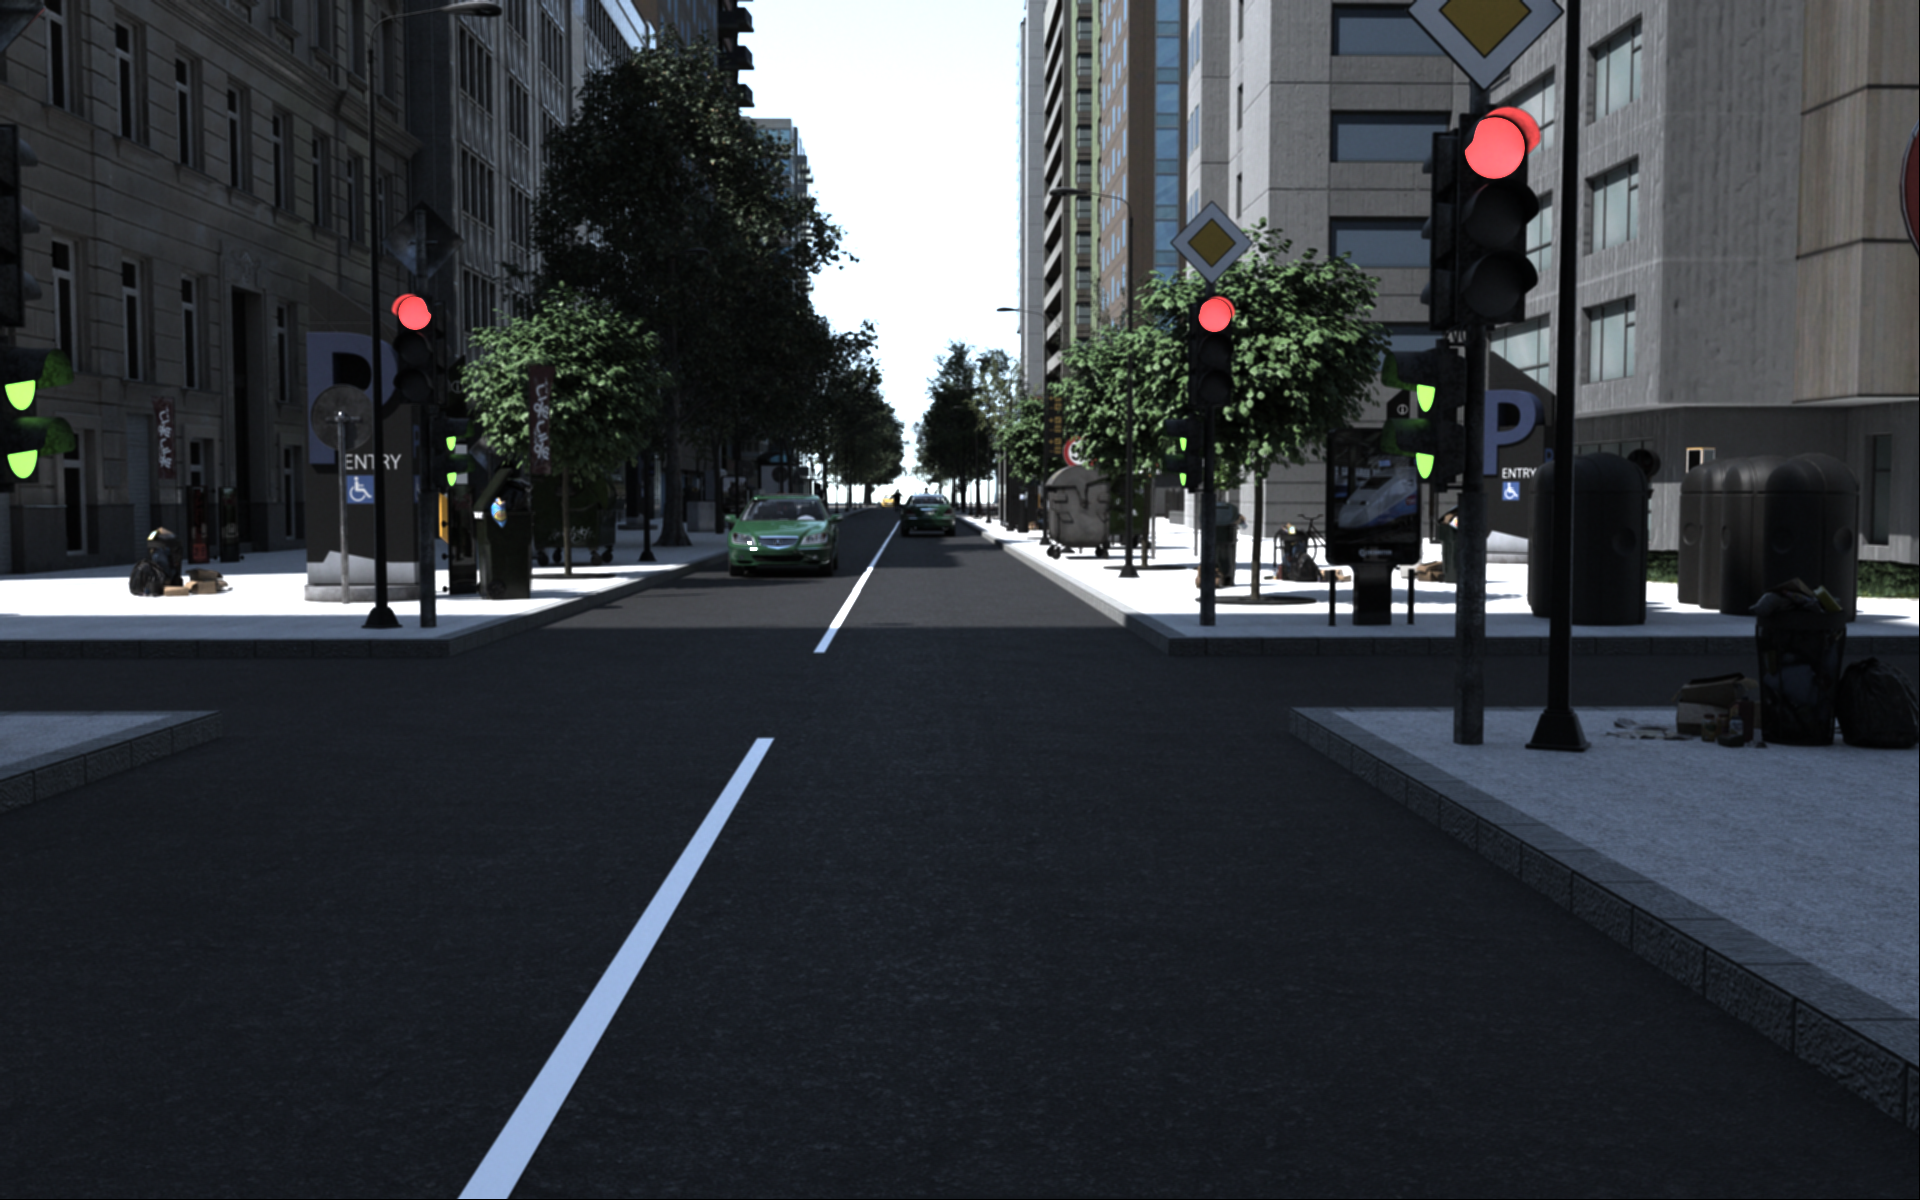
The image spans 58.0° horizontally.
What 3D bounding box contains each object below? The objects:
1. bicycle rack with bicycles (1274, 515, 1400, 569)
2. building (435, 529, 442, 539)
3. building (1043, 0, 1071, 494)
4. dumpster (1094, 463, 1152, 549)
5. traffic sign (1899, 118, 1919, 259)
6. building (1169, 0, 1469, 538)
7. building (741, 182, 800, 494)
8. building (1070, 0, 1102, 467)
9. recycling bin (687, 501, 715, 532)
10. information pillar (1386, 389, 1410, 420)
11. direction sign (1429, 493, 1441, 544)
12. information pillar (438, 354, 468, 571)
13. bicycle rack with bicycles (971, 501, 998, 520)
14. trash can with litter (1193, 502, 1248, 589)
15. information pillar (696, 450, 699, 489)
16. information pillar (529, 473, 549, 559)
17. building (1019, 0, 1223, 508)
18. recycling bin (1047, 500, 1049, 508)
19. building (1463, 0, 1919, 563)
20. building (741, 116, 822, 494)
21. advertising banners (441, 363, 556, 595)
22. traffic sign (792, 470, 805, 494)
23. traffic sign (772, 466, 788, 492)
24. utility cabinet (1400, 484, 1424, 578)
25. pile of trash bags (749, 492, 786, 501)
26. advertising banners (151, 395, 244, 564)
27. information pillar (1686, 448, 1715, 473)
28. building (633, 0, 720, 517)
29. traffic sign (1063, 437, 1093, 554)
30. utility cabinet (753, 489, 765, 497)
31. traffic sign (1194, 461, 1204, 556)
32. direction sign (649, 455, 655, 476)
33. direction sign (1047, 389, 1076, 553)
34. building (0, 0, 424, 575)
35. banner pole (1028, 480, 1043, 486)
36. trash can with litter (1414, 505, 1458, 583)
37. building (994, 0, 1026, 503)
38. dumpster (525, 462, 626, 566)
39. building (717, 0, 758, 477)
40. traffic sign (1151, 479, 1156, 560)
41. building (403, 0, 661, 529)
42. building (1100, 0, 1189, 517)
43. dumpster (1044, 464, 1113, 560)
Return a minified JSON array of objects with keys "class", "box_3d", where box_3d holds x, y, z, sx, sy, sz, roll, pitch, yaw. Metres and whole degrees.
[{"class":"bicycle rack with bicycles","box_3d":[6.965,-1.032,30.251,2.925,0.926,2.852,-3,5,-41]},{"class":"building","box_3d":[-20.703,-14.731,58.882,12.078,24.808,19.932,0,4,-1]},{"class":"building","box_3d":[18.589,-32.136,149.125,21.300,48.544,21.600,0,4,-1]},{"class":"dumpster","box_3d":[3.770,-2.339,40.730,1.502,2.255,1.985,0,4,-1]},{"class":"traffic sign","box_3d":[3.079,-0.302,5.038,0.768,2.556,0.104,0,4,3]},{"class":"building","box_3d":[18.972,-31.842,62.620,21.231,58.520,28.212,0,4,-1]},{"class":"building","box_3d":[-34.406,-30.721,194.166,32.217,40.220,23.993,0,4,-1]},{"class":"building","box_3d":[15.240,-27.392,131.449,14.154,41.232,14.086,0,4,-1]},{"class":"recycling bin","box_3d":[-8.805,-2.833,58.871,0.722,1.027,0.722,-3,5,-43]},{"class":"information pillar","box_3d":[9.282,-2.774,36.708,0.504,3.616,0.183,1,4,10]},{"class":"direction sign","box_3d":[12.228,-3.202,44.354,0.379,3.537,0.876,1,4,12]},{"class":"information pillar","box_3d":[-8.448,-2.296,28.901,0.504,3.616,0.183,-3,5,-39]},{"class":"bicycle rack with bicycles","box_3d":[2.252,-4.461,86.323,2.925,0.926,2.852,1,4,17]},{"class":"trash can with litter","box_3d":[3.570,-0.761,23.835,0.624,1.170,1.055,1,4,18]},{"class":"information pillar","box_3d":[-13.845,-6.122,91.444,0.183,3.616,0.504,-1,4,-17]},{"class":"information pillar","box_3d":[-8.305,-1.813,34.134,0.304,2.012,0.304,0,4,0]},{"class":"building","box_3d":[17.581,-40.565,205.241,21.231,58.520,28.212,0,4,-1]},{"class":"recycling bin","box_3d":[3.938,-4.400,84.492,0.722,1.027,0.722,0,4,-8]},{"class":"building","box_3d":[19.132,-21.425,33.889,14.086,41.232,14.154,0,4,-1]},{"class":"building","box_3d":[-30.088,-36.844,222.009,23.786,49.044,30.456,0,4,-1]},{"class":"advertising banners","box_3d":[-6.010,-1.625,22.751,0.090,3.025,2.074,2,4,30]},{"class":"traffic sign","box_3d":[-8.697,-5.634,92.124,0.884,2.594,0.081,0,4,5]},{"class":"traffic sign","box_3d":[-8.159,-4.797,78.545,0.768,2.556,0.104,1,4,8]},{"class":"utility cabinet","box_3d":[6.977,-1.101,26.687,0.318,1.500,1.173,1,4,17]},{"class":"pile of trash bags","box_3d":[-7.497,-3.652,69.456,1.912,1.369,3.447,-1,4,-21]},{"class":"advertising banners","box_3d":[-13.972,-2.176,31.763,0.090,3.025,2.074,1,4,21]},{"class":"information pillar","box_3d":[11.814,-1.418,27.672,0.304,2.012,0.304,-2,4,-28]},{"class":"building","box_3d":[-23.372,-28.268,112.292,14.600,45.320,14.200,0,4,-1]},{"class":"traffic sign","box_3d":[2.583,-2.256,36.990,0.768,2.556,0.104,0,4,4]},{"class":"utility cabinet","box_3d":[-8.862,-4.137,76.322,0.318,1.500,1.173,0,4,7]},{"class":"traffic sign","box_3d":[4.853,-2.167,35.544,0.768,2.556,0.104,0,4,2]},{"class":"direction sign","box_3d":[-13.641,-5.072,74.928,0.876,3.537,0.379,-1,4,-8]},{"class":"direction sign","box_3d":[2.322,-2.782,37.488,0.876,3.537,0.379,0,4,-4]},{"class":"building","box_3d":[-20.846,-14.621,36.317,12.463,27.353,25.104,0,4,-1]},{"class":"banner pole","box_3d":[2.867,-4.452,62.802,0.863,3.779,0.401,-1,4,-13]},{"class":"trash can with litter","box_3d":[7.010,-0.838,25.092,0.624,1.170,1.055,-2,4,-32]},{"class":"building","box_3d":[16.453,-56.361,234.170,22.319,86.520,31.000,0,4,-1]},{"class":"dumpster","box_3d":[-6.970,-1.770,31.437,1.502,2.255,1.985,0,4,-1]},{"class":"building","box_3d":[-27.591,-29.337,134.290,22.147,44.769,28.867,0,4,-1]},{"class":"traffic sign","box_3d":[3.787,-2.064,33.858,0.768,2.556,0.104,0,4,6]},{"class":"building","box_3d":[-21.227,-15.948,78.770,12.078,24.808,19.932,0,4,-1]},{"class":"building","box_3d":[16.015,-27.695,102.924,14.600,45.320,14.200,0,4,-1]},{"class":"dumpster","box_3d":[2.377,-1.762,34.573,1.264,1.857,1.865,0,4,-1]}]
